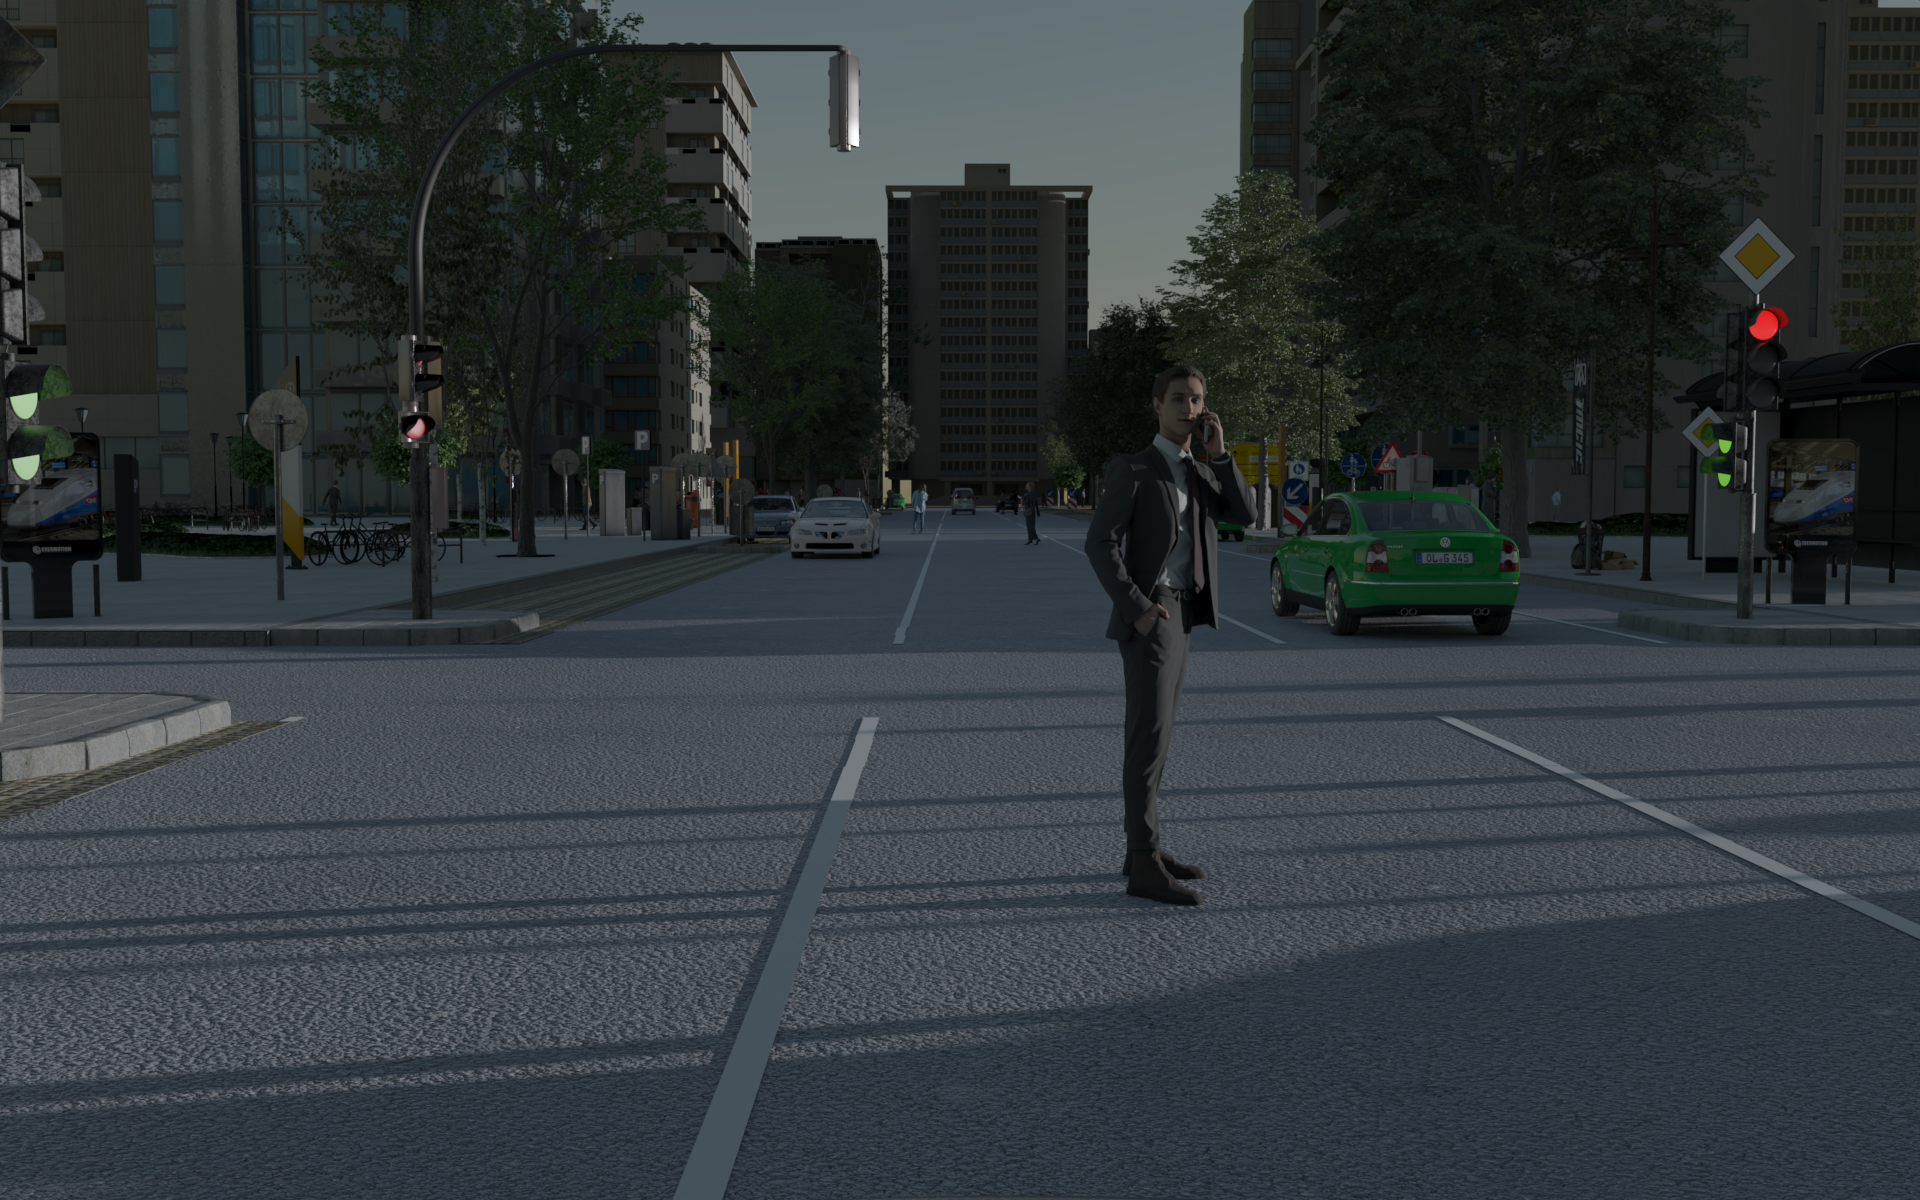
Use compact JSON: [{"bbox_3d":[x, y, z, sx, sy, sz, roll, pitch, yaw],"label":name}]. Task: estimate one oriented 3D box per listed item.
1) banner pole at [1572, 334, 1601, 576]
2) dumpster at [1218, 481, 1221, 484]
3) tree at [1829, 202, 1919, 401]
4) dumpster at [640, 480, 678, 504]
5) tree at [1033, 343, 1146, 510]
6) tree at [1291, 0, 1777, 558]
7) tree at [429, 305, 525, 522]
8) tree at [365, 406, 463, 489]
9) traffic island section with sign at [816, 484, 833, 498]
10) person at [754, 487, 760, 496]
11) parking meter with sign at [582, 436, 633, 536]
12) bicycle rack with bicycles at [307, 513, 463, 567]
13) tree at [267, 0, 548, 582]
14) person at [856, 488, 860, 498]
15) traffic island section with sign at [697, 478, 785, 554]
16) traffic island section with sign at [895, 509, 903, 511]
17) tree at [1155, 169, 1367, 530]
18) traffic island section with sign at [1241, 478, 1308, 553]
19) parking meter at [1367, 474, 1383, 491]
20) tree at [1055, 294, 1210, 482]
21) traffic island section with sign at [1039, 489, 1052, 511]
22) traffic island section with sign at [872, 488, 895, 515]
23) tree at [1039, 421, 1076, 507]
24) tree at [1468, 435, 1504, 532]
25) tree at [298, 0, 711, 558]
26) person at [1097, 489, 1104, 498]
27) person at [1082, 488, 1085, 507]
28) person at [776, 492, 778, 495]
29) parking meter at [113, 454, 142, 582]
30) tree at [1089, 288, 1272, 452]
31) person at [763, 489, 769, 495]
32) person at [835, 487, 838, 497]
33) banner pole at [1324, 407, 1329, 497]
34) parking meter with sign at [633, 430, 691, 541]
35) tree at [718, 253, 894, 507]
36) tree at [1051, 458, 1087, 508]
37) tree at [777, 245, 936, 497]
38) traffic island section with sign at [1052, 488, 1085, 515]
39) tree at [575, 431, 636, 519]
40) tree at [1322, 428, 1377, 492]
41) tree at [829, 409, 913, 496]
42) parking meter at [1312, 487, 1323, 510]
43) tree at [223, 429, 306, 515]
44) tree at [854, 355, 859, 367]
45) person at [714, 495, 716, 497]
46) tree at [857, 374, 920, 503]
[{"bbox_3d":[9.904,-2.292,27.499,0.401,3.779,0.863,0,4,-7],"label":"banner pole"},{"bbox_3d":[10.906,-3.937,70.136,1.264,1.857,1.865,0,3,0],"label":"dumpster"},{"bbox_3d":[23.786,-5.698,43.522,4.737,8.622,4.395,0,3,0],"label":"tree"},{"bbox_3d":[-11.944,-3.851,68.729,1.264,1.857,1.865,0,4,0],"label":"dumpster"},{"bbox_3d":[10.740,-13.909,137.776,12.009,13.543,11.850,0,3,0],"label":"tree"},{"bbox_3d":[11.107,-7.821,34.523,9.857,13.997,8.962,0,3,0],"label":"tree"},{"bbox_3d":[-19.426,-7.163,67.478,4.737,8.622,4.395,0,3,0],"label":"tree"},{"bbox_3d":[-19.104,-4.697,60.510,4.285,4.588,4.351,0,3,0],"label":"tree"},{"bbox_3d":[-5.467,-3.786,70.530,1.989,1.847,2.006,0,4,0],"label":"traffic island section with sign"},{"bbox_3d":[-16.050,-7.946,135.977,0.705,1.823,1.348,3,5,45],"label":"person"},{"bbox_3d":[-10.599,-3.461,52.849,1.738,3.016,0.543,-3,4,-36],"label":"parking meter with sign"},{"bbox_3d":[-10.629,-1.118,31.669,2.852,0.926,2.925,2,4,34],"label":"bicycle rack with bicycles"},{"bbox_3d":[-7.814,-4.579,25.233,4.360,8.622,3.978,0,3,0],"label":"tree"},{"bbox_3d":[-9.401,-9.383,159.538,0.705,1.814,1.350,-1,4,-17],"label":"person"},{"bbox_3d":[-5.329,-2.065,42.388,1.989,1.847,2.006,0,4,0],"label":"traffic island section with sign"},{"bbox_3d":[-5.815,-8.449,146.761,1.989,1.847,2.006,0,4,0],"label":"traffic island section with sign"},{"bbox_3d":[10.392,-8.771,61.537,7.486,12.596,7.792,0,3,0],"label":"tree"},{"bbox_3d":[7.992,-2.083,42.690,1.989,1.847,2.006,0,4,0],"label":"traffic island section with sign"},{"bbox_3d":[12.123,-2.746,50.612,0.399,1.863,0.255,2,4,32],"label":"parking meter"},{"bbox_3d":[10.207,-11.185,99.880,9.611,12.733,9.660,0,3,0],"label":"tree"},{"bbox_3d":[7.504,-8.459,146.928,1.989,1.847,2.006,0,4,0],"label":"traffic island section with sign"},{"bbox_3d":[-5.692,-6.795,119.727,1.989,1.847,2.006,0,4,0],"label":"traffic island section with sign"},{"bbox_3d":[9.716,-13.449,170.249,4.737,8.622,4.395,0,3,0],"label":"tree"},{"bbox_3d":[17.452,-3.811,56.912,1.663,3.219,1.824,0,3,0],"label":"tree"},{"bbox_3d":[-8.887,-6.670,34.817,9.928,11.665,9.643,0,3,0],"label":"tree"},{"bbox_3d":[13.801,-9.803,167.055,1.217,1.736,0.721,1,4,21],"label":"person"},{"bbox_3d":[11.914,-9.850,167.073,0.705,1.826,1.348,1,4,8],"label":"person"},{"bbox_3d":[-12.894,-6.987,120.277,1.348,1.824,0.705,3,5,44],"label":"person"},{"bbox_3d":[-12.250,-1.210,25.494,0.255,1.863,0.399,-1,4,-10],"label":"parking meter"},{"bbox_3d":[10.092,-8.844,79.015,8.767,10.594,7.601,0,4,-1],"label":"tree"},{"bbox_3d":[-17.386,-9.142,156.234,1.217,1.735,0.721,1,4,19],"label":"person"},{"bbox_3d":[-9.845,-8.037,137.470,0.705,1.821,1.348,0,4,0],"label":"person"},{"bbox_3d":[10.655,-3.688,50.318,0.401,3.779,0.863,1,4,17],"label":"banner pole"},{"bbox_3d":[-8.200,-3.166,48.029,0.543,3.016,1.738,2,4,32],"label":"parking meter with sign"},{"bbox_3d":[-7.902,-11.295,91.325,9.857,13.997,8.962,0,3,0],"label":"tree"},{"bbox_3d":[9.843,-10.591,156.874,4.285,4.588,4.351,0,3,0],"label":"tree"},{"bbox_3d":[-8.441,-16.923,132.586,12.611,20.169,13.585,0,3,0],"label":"tree"},{"bbox_3d":[7.629,-6.810,119.973,1.989,1.847,2.006,0,4,0],"label":"traffic island section with sign"},{"bbox_3d":[-18.537,-6.507,90.098,4.285,4.588,4.351,0,3,0],"label":"tree"},{"bbox_3d":[19.319,-6.287,86.511,4.285,4.588,4.351,0,3,0],"label":"tree"},{"bbox_3d":[-8.335,-13.363,152.891,8.767,10.594,7.601,-1,4,-19],"label":"tree"},{"bbox_3d":[12.559,-3.209,60.877,0.372,1.533,0.369,0,3,0],"label":"parking meter"},{"bbox_3d":[-30.262,-5.608,75.406,4.285,4.588,4.351,0,3,0],"label":"tree"},{"bbox_3d":[-8.466,-9.223,76.554,9.928,11.665,9.643,0,3,0],"label":"tree"},{"bbox_3d":[-22.227,-9.404,160.627,1.217,1.723,0.721,0,4,-1],"label":"person"},{"bbox_3d":[-9.021,-15.829,169.180,12.009,13.543,11.850,0,3,0],"label":"tree"}]
